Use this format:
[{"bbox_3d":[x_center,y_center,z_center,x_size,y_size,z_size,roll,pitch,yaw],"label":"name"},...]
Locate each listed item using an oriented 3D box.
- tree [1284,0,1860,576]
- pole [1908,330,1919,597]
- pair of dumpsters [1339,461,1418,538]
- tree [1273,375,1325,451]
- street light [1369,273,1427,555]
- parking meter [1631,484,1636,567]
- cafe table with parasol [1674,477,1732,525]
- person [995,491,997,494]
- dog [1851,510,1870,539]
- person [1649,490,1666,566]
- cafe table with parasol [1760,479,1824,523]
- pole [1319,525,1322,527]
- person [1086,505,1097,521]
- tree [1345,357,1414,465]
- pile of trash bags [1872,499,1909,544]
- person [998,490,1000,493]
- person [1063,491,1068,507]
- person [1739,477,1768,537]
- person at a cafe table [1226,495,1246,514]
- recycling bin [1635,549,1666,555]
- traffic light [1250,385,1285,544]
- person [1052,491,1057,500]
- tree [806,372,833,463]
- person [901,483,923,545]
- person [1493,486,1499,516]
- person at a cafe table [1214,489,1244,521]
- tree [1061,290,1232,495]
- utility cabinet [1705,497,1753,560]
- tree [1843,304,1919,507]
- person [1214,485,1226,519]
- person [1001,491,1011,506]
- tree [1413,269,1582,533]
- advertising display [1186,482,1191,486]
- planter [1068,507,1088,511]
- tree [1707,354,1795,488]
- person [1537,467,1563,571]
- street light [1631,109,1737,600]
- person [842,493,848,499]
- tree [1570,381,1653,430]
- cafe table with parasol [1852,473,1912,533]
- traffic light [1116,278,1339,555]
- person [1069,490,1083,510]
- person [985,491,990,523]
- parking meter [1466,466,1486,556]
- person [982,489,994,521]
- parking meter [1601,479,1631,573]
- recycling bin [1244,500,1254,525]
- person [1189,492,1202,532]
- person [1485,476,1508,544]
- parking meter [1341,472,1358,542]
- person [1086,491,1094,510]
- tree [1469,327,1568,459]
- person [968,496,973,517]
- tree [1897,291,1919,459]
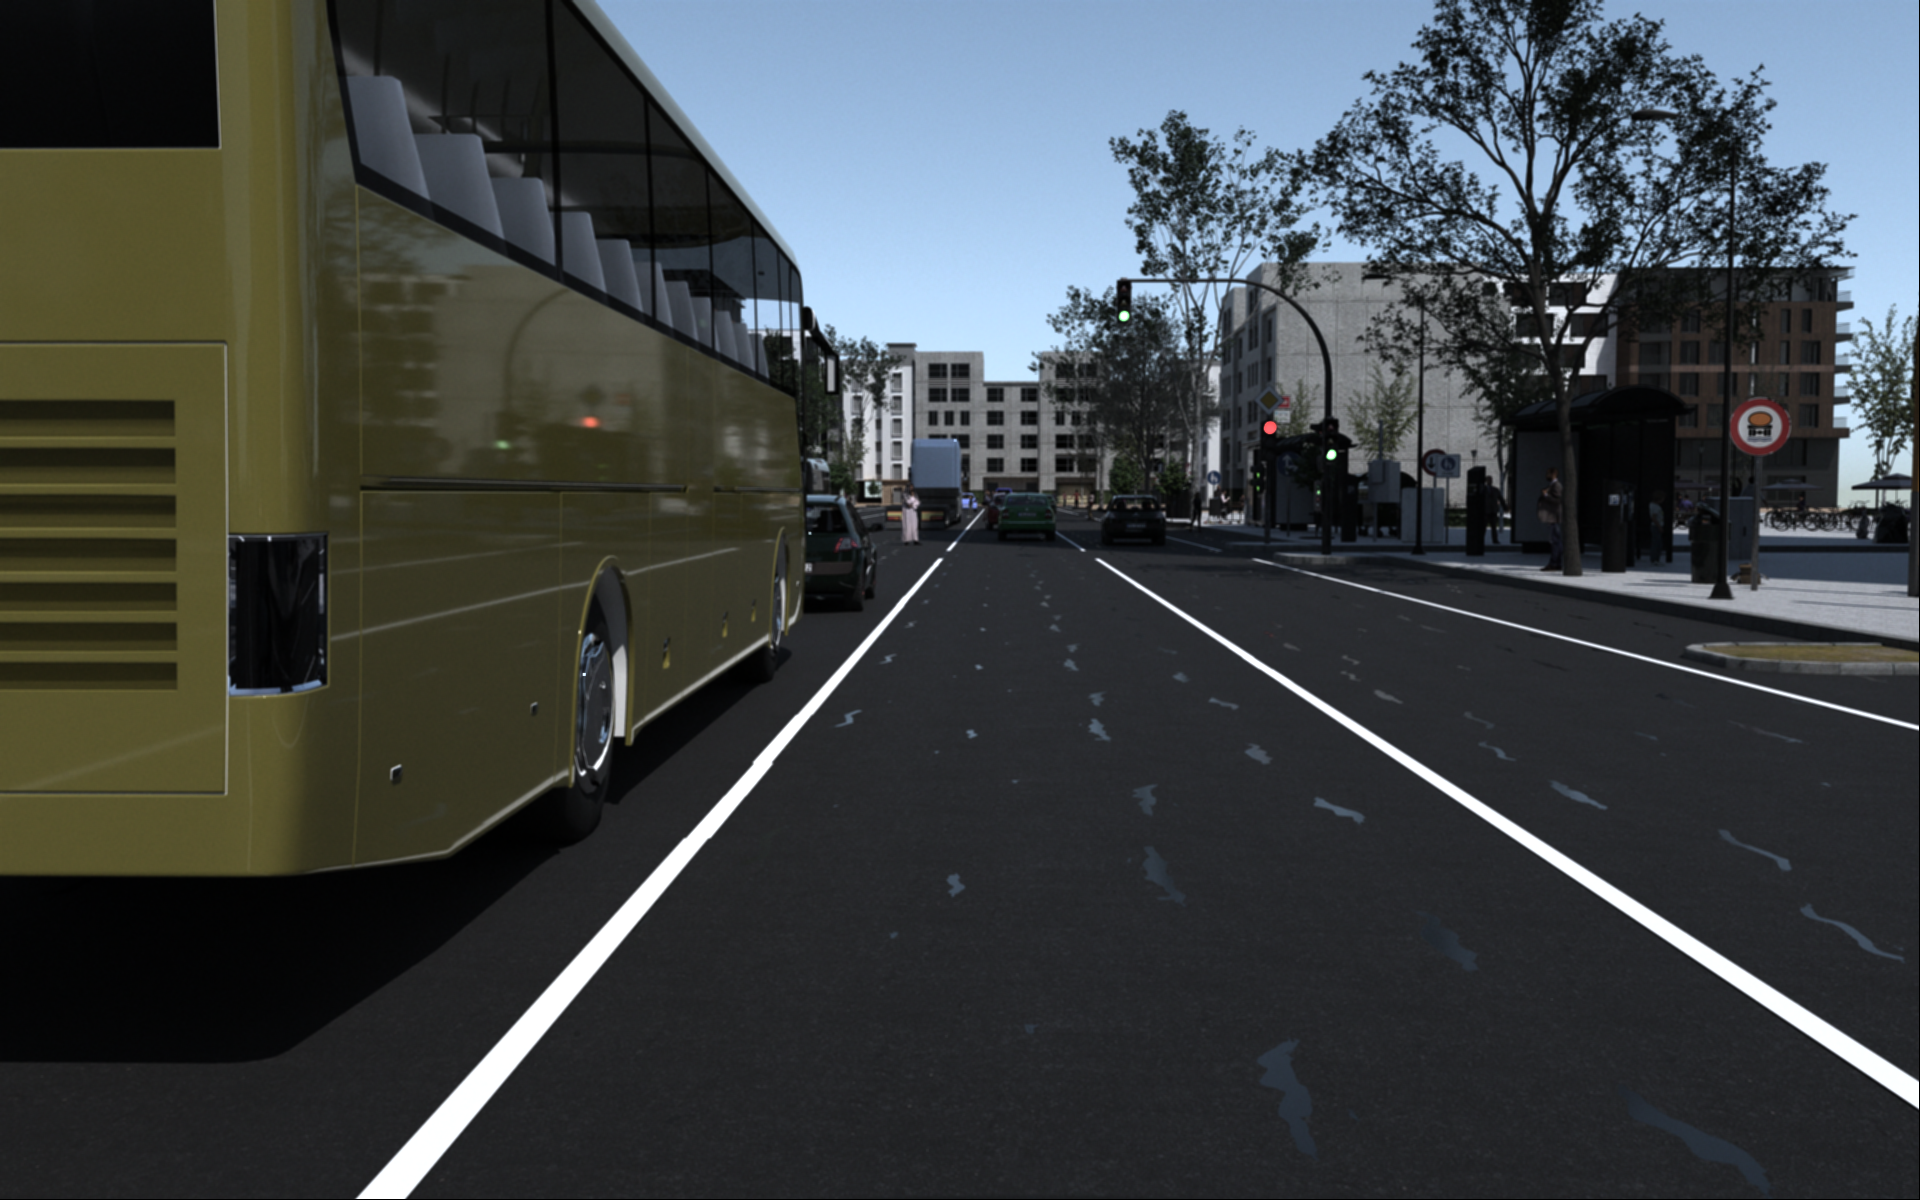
[{"bbox_3d":[9.597,-5.670,27.116,8.767,10.594,7.601,0,4,-1],"label":"tree"},{"bbox_3d":[11.945,-1.692,21.510,0.158,3.312,0.155,0,3,0],"label":"pole"},{"bbox_3d":[12.719,-3.062,52.561,1.574,2.255,4.437,0,4,1],"label":"pair of dumpsters"},{"bbox_3d":[20.753,-9.652,108.180,4.737,8.622,4.395,0,3,0],"label":"tree"},{"bbox_3d":[9.194,-3.918,36.607,1.470,5.913,1.316,0,4,1],"label":"street light"},{"bbox_3d":[11.722,-1.355,30.563,0.372,1.533,0.369,0,3,0],"label":"parking meter"},{"bbox_3d":[29.842,-4.061,71.267,2.610,1.966,2.610,0,4,-8],"label":"cafe table with parasol"},{"bbox_3d":[3.551,-9.824,170.062,0.436,1.711,0.756,0,4,3],"label":"person"},{"bbox_3d":[25.797,-2.160,49.692,0.800,0.831,0.513,-1,4,-14],"label":"dog"},{"bbox_3d":[12.467,-1.281,30.902,0.340,1.345,0.435,1,4,9],"label":"person"},{"bbox_3d":[37.687,-4.508,78.569,2.610,1.966,2.610,3,5,41],"label":"cafe table with parasol"},{"bbox_3d":[13.854,-4.448,66.562,0.158,3.312,0.155,0,3,0],"label":"pole"},{"bbox_3d":[7.048,-4.626,92.051,0.695,0.859,0.347,1,4,11],"label":"person"},{"bbox_3d":[22.757,-8.690,92.441,4.737,8.622,4.395,0,3,0],"label":"tree"},{"bbox_3d":[25.358,-2.136,44.670,3.447,1.369,1.912,3,5,41],"label":"pile of trash bags"},{"bbox_3d":[3.809,-9.654,166.345,1.348,1.824,0.705,3,4,37],"label":"person"},{"bbox_3d":[10.854,-10.340,178.271,0.721,1.743,1.217,2,4,27],"label":"person"},{"bbox_3d":[23.823,-2.798,51.931,0.789,1.805,0.875,-2,4,-33],"label":"person"},{"bbox_3d":[18.255,-6.262,113.252,1.698,1.238,1.726,3,5,44],"label":"person at a cafe table"},{"bbox_3d":[14.514,-1.470,36.589,0.722,1.027,0.722,-3,4,-37],"label":"recycling bin"},{"bbox_3d":[7.920,-3.408,44.634,0.839,4.253,0.868,0,4,1],"label":"traffic light"},{"bbox_3d":[9.072,-9.642,167.073,0.541,1.710,0.530,1,4,15],"label":"person"},{"bbox_3d":[-13.311,-12.291,117.969,9.611,12.733,9.660,0,3,0],"label":"tree"},{"bbox_3d":[-1.396,-2.408,48.533,0.621,1.740,0.551,2,4,33],"label":"person"},{"bbox_3d":[29.311,-5.406,95.242,0.742,1.727,0.445,-3,5,-42],"label":"person"},{"bbox_3d":[12.928,-4.546,82.849,1.622,1.524,1.698,-1,4,-8],"label":"person at a cafe table"},{"bbox_3d":[11.360,-11.917,105.208,12.009,13.543,11.850,0,3,0],"label":"tree"},{"bbox_3d":[15.127,-1.394,33.952,1.020,1.237,0.306,-1,4,-13],"label":"utility cabinet"},{"bbox_3d":[36.579,-7.191,67.942,4.737,8.622,4.395,0,3,0],"label":"tree"},{"bbox_3d":[13.434,-5.054,89.359,0.565,1.739,0.600,-2,4,-29],"label":"person"},{"bbox_3d":[1.712,-3.297,64.619,0.590,1.554,0.614,-1,4,-22],"label":"person"},{"bbox_3d":[18.000,-6.495,56.553,4.737,8.622,4.395,0,3,0],"label":"tree"},{"bbox_3d":[12.539,-5.434,94.061,0.123,1.923,0.974,-2,4,-29],"label":"advertising display"},{"bbox_3d":[10.162,-7.670,146.538,1.991,0.319,1.994,0,4,1],"label":"planter"},{"bbox_3d":[42.044,-8.635,91.541,4.360,8.622,3.978,0,3,0],"label":"tree"},{"bbox_3d":[9.819,-1.345,28.854,0.431,1.722,0.655,2,4,24],"label":"person"},{"bbox_3d":[8.795,-2.968,21.065,1.470,5.913,1.316,0,4,1],"label":"street light"},{"bbox_3d":[-12.236,-10.976,186.181,1.217,1.739,0.721,0,4,-7],"label":"person"},{"bbox_3d":[18.877,-4.101,50.764,4.285,4.588,4.351,0,3,0],"label":"tree"},{"bbox_3d":[30.995,-3.209,57.329,2.610,1.966,2.610,2,4,35],"label":"cafe table with parasol"},{"bbox_3d":[5.654,-3.785,36.555,4.771,5.953,1.251,0,4,1],"label":"traffic light"},{"bbox_3d":[10.468,-9.010,155.758,1.348,1.831,0.705,-1,4,-22],"label":"person"},{"bbox_3d":[1.335,-4.398,82.470,0.319,1.574,0.516,0,4,6],"label":"person"},{"bbox_3d":[10.739,-1.857,36.067,0.255,1.863,0.399,3,5,43],"label":"parking meter"},{"bbox_3d":[1.490,-5.099,92.676,0.445,1.727,0.742,2,4,29],"label":"person"},{"bbox_3d":[10.703,-1.217,28.315,0.372,1.533,0.369,0,3,0],"label":"parking meter"},{"bbox_3d":[12.444,-3.693,72.931,0.722,1.027,0.722,2,4,35],"label":"recycling bin"},{"bbox_3d":[8.859,-3.306,65.096,0.613,1.512,0.480,3,4,37],"label":"person"},{"bbox_3d":[13.645,-2.321,44.552,0.990,1.755,0.434,0,4,-4],"label":"person"},{"bbox_3d":[10.420,-2.484,46.321,0.399,1.863,0.255,-1,4,-8],"label":"parking meter"},{"bbox_3d":[8.699,-6.477,115.862,0.517,1.644,0.566,-1,4,-12],"label":"person"},{"bbox_3d":[24.626,-7.676,75.865,4.360,8.622,3.978,0,3,0],"label":"tree"},{"bbox_3d":[0.610,-5.781,106.936,0.340,1.345,0.435,1,4,10],"label":"person"},{"bbox_3d":[65.273,-12.615,108.076,13.155,14.587,18.604,-1,4,-11],"label":"tree"}]
